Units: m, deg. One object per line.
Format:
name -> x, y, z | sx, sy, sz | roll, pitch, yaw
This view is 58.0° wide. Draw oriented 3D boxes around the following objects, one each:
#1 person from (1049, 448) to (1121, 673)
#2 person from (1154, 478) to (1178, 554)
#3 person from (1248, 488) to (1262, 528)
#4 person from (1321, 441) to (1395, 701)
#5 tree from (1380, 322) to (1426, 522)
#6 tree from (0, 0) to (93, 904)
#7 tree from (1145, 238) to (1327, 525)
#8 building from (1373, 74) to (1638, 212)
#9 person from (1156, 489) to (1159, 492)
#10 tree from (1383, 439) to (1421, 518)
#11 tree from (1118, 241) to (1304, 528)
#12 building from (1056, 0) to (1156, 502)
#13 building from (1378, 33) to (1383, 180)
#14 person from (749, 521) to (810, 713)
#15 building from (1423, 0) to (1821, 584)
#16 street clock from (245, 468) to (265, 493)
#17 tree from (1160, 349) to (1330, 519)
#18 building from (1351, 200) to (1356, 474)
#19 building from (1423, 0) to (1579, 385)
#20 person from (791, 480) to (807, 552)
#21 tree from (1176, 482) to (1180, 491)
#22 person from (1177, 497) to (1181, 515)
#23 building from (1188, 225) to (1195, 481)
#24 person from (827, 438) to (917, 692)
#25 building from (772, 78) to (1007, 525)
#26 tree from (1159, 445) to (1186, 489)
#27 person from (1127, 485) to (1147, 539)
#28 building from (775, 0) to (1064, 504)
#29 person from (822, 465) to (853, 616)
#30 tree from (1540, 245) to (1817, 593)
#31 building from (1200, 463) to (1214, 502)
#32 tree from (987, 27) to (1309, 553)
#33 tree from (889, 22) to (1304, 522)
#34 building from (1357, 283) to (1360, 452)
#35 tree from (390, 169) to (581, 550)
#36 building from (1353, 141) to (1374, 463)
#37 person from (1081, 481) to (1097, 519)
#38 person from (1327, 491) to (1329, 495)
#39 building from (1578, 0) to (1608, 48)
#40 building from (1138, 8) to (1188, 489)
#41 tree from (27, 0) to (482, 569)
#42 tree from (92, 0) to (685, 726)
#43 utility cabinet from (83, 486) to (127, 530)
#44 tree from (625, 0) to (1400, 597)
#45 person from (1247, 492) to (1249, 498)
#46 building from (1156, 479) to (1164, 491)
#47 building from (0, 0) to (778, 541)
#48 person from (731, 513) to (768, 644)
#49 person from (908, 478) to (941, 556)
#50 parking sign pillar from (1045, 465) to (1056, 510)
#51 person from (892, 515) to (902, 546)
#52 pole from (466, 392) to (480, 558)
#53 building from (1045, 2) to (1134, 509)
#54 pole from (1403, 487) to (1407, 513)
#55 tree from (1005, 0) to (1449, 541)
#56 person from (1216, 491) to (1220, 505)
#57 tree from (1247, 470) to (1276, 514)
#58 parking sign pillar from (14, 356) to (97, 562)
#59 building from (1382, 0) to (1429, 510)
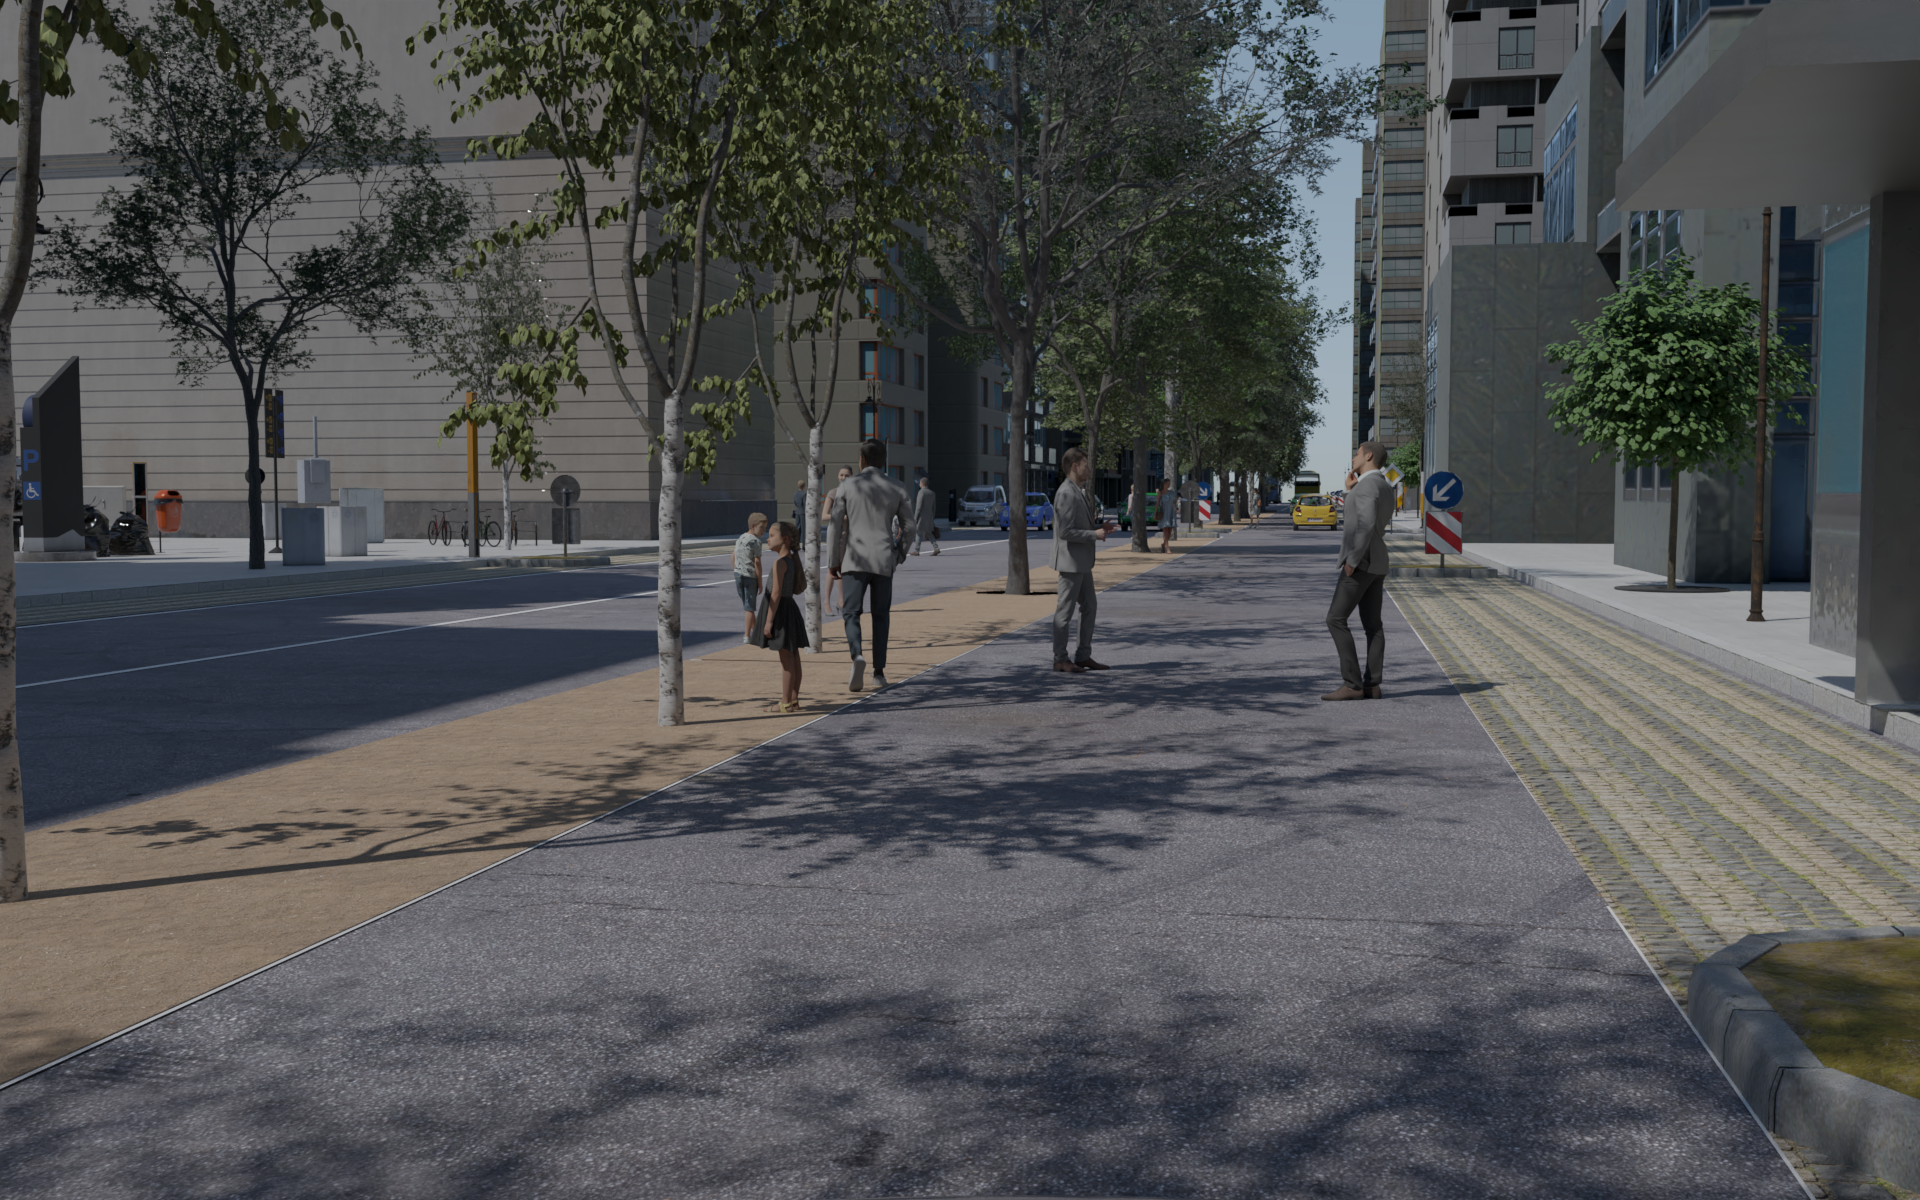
person -> 1.002, -0.320, 13.930 | 0.583, 1.804, 0.606 | 0, 4, 6
person -> 4.884, -2.003, 41.338 | 0.616, 1.811, 0.778 | -1, 4, -13
person -> 12.377, -3.848, 72.419 | 0.522, 1.701, 0.512 | 3, 5, 39
person -> 2.789, -0.210, 12.113 | 0.473, 1.802, 0.592 | 3, 5, 44
tree -> 19.687, -7.434, 71.909 | 4.360, 8.622, 3.978 | 0, 3, 0
tree -> -3.355, -3.256, 6.059 | 4.737, 8.622, 4.395 | 0, 3, 0
tree -> 12.227, -10.410, 79.310 | 9.857, 13.997, 8.962 | 0, 3, 0
building -> 54.116, -34.214, 179.014 | 23.786, 49.044, 30.456 | 1, 4, 12
person -> 12.760, -6.308, 112.050 | 0.576, 1.772, 0.534 | 1, 4, 13
tree -> 24.438, -6.621, 91.965 | 4.285, 4.588, 4.351 | 0, 3, 0
tree -> 9.344, -8.574, 68.394 | 9.928, 11.665, 9.643 | 0, 3, 0
building -> 9.937, -45.355, 179.798 | 20.563, 71.187, 20.611 | 1, 4, 12
building -> 45.268, -31.044, 157.676 | 14.600, 45.320, 14.200 | 1, 4, 12
person -> -1.180, 0.114, 11.310 | 0.373, 1.253, 0.362 | 1, 4, 14
building -> 22.643, -44.209, 35.494 | 22.319, 86.520, 31.000 | 1, 4, 12
street clock -> -19.101, -2.594, 46.974 | 0.358, 2.002, 0.471 | 3, 5, 43
tree -> 16.400, -11.025, 99.729 | 9.611, 12.733, 9.660 | 0, 3, 0
building -> 61.461, -33.992, 239.369 | 14.154, 41.232, 14.086 | 1, 4, 12
building -> 43.018, -31.564, 105.315 | 28.713, 52.752, 27.495 | 1, 4, 12
person -> -3.929, -2.075, 42.850 | 0.576, 1.772, 0.534 | 1, 4, 22
tree -> 27.500, -13.938, 222.482 | 1.663, 3.219, 1.824 | 0, 3, 0
person -> 14.972, -6.414, 118.388 | 0.382, 1.210, 0.505 | 2, 4, 35
building -> 28.799, -37.443, 262.300 | 14.600, 45.320, 14.200 | 1, 4, 12
person -> -0.642, -0.266, 12.691 | 0.661, 1.843, 0.795 | 0, 4, -7
building -> -13.812, -14.797, 86.970 | 27.650, 21.520, 28.899 | 1, 4, 12
tree -> 26.898, -16.255, 216.138 | 4.737, 8.622, 4.395 | 0, 3, 0
person -> 5.733, -2.822, 55.313 | 0.598, 1.740, 0.731 | 3, 5, 41
building -> -5.206, -30.926, 125.249 | 23.786, 49.044, 30.456 | 1, 4, 12
person -> -1.398, -0.714, 20.518 | 0.599, 1.781, 0.374 | -3, 5, -42
tree -> 9.518, -2.396, 22.894 | 4.285, 4.588, 4.351 | 0, 3, 0
building -> 35.226, -37.088, 289.975 | 14.154, 41.232, 14.086 | 1, 4, 12
tree -> 4.413, -7.398, 41.541 | 7.486, 12.596, 7.792 | 0, 3, 0
tree -> 2.475, -5.954, 34.212 | 8.767, 10.594, 7.601 | 1, 4, 12
building -> 58.974, -27.756, 225.510 | 14.160, 30.474, 14.107 | 1, 4, 12
tree -> -10.436, -5.434, 39.203 | 4.360, 8.622, 3.978 | 0, 3, 0
building -> 53.771, -31.708, 202.022 | 14.154, 41.232, 14.086 | 1, 4, 12
person -> 3.362, -2.339, 47.022 | 0.678, 1.792, 0.850 | -1, 4, -9
person -> 62.174, -17.427, 293.063 | 1.348, 1.869, 0.705 | -2, 4, -25
building -> 40.187, -32.115, 67.073 | 28.212, 58.520, 21.231 | 1, 4, 12
building -> 20.929, -56.653, 238.948 | 22.319, 86.520, 31.000 | 1, 4, 12
tree -> -11.945, -5.826, 29.669 | 8.767, 10.594, 7.601 | 1, 4, 11
tree -> -1.772, -3.538, 10.663 | 4.737, 8.622, 4.395 | 0, 3, 0
utility cabinet -> -22.996, -2.306, 46.390 | 1.173, 1.500, 0.318 | -1, 4, -9
tree -> 0.823, -6.822, 24.367 | 12.009, 13.543, 11.850 | 0, 3, 0
person -> 41.782, -14.769, 250.709 | 1.217, 1.736, 0.721 | 1, 4, 13
building -> 8.147, -31.324, 204.032 | 32.217, 40.220, 23.993 | 1, 4, 12
building -> -19.199, -15.756, 54.873 | 25.104, 27.353, 12.463 | 1, 4, 12
person -> -2.022, -0.213, 16.663 | 0.352, 1.250, 0.332 | -1, 4, -12
person -> -0.825, -1.925, 40.074 | 0.767, 1.812, 0.694 | 3, 4, 36
parking sign pillar -> 7.124, -9.320, 140.849 | 1.447, 3.967, 1.447 | -2, 4, -25
person -> -1.269, -1.160, 32.155 | 0.352, 1.250, 0.332 | -2, 4, -31
pole -> -9.808, -2.510, 34.880 | 0.158, 3.312, 0.155 | 0, 3, 0
building -> 4.221, -30.690, 156.412 | 22.147, 44.769, 28.867 | 1, 4, 12
pole -> 29.504, -7.397, 114.777 | 0.158, 3.312, 0.155 | 0, 3, 0
tree -> 7.417, -11.787, 51.058 | 12.611, 20.169, 13.585 | 0, 3, 0
person -> 32.563, -12.858, 218.869 | 0.705, 1.807, 1.348 | -1, 4, -17
tree -> 17.920, -9.415, 106.762 | 4.360, 8.622, 3.978 | 0, 3, 0
parking sign pillar -> -17.422, -2.737, 33.227 | 1.447, 3.967, 1.447 | 0, 4, 6
building -> 41.895, -28.116, 143.290 | 14.154, 41.232, 14.086 | 1, 4, 12
